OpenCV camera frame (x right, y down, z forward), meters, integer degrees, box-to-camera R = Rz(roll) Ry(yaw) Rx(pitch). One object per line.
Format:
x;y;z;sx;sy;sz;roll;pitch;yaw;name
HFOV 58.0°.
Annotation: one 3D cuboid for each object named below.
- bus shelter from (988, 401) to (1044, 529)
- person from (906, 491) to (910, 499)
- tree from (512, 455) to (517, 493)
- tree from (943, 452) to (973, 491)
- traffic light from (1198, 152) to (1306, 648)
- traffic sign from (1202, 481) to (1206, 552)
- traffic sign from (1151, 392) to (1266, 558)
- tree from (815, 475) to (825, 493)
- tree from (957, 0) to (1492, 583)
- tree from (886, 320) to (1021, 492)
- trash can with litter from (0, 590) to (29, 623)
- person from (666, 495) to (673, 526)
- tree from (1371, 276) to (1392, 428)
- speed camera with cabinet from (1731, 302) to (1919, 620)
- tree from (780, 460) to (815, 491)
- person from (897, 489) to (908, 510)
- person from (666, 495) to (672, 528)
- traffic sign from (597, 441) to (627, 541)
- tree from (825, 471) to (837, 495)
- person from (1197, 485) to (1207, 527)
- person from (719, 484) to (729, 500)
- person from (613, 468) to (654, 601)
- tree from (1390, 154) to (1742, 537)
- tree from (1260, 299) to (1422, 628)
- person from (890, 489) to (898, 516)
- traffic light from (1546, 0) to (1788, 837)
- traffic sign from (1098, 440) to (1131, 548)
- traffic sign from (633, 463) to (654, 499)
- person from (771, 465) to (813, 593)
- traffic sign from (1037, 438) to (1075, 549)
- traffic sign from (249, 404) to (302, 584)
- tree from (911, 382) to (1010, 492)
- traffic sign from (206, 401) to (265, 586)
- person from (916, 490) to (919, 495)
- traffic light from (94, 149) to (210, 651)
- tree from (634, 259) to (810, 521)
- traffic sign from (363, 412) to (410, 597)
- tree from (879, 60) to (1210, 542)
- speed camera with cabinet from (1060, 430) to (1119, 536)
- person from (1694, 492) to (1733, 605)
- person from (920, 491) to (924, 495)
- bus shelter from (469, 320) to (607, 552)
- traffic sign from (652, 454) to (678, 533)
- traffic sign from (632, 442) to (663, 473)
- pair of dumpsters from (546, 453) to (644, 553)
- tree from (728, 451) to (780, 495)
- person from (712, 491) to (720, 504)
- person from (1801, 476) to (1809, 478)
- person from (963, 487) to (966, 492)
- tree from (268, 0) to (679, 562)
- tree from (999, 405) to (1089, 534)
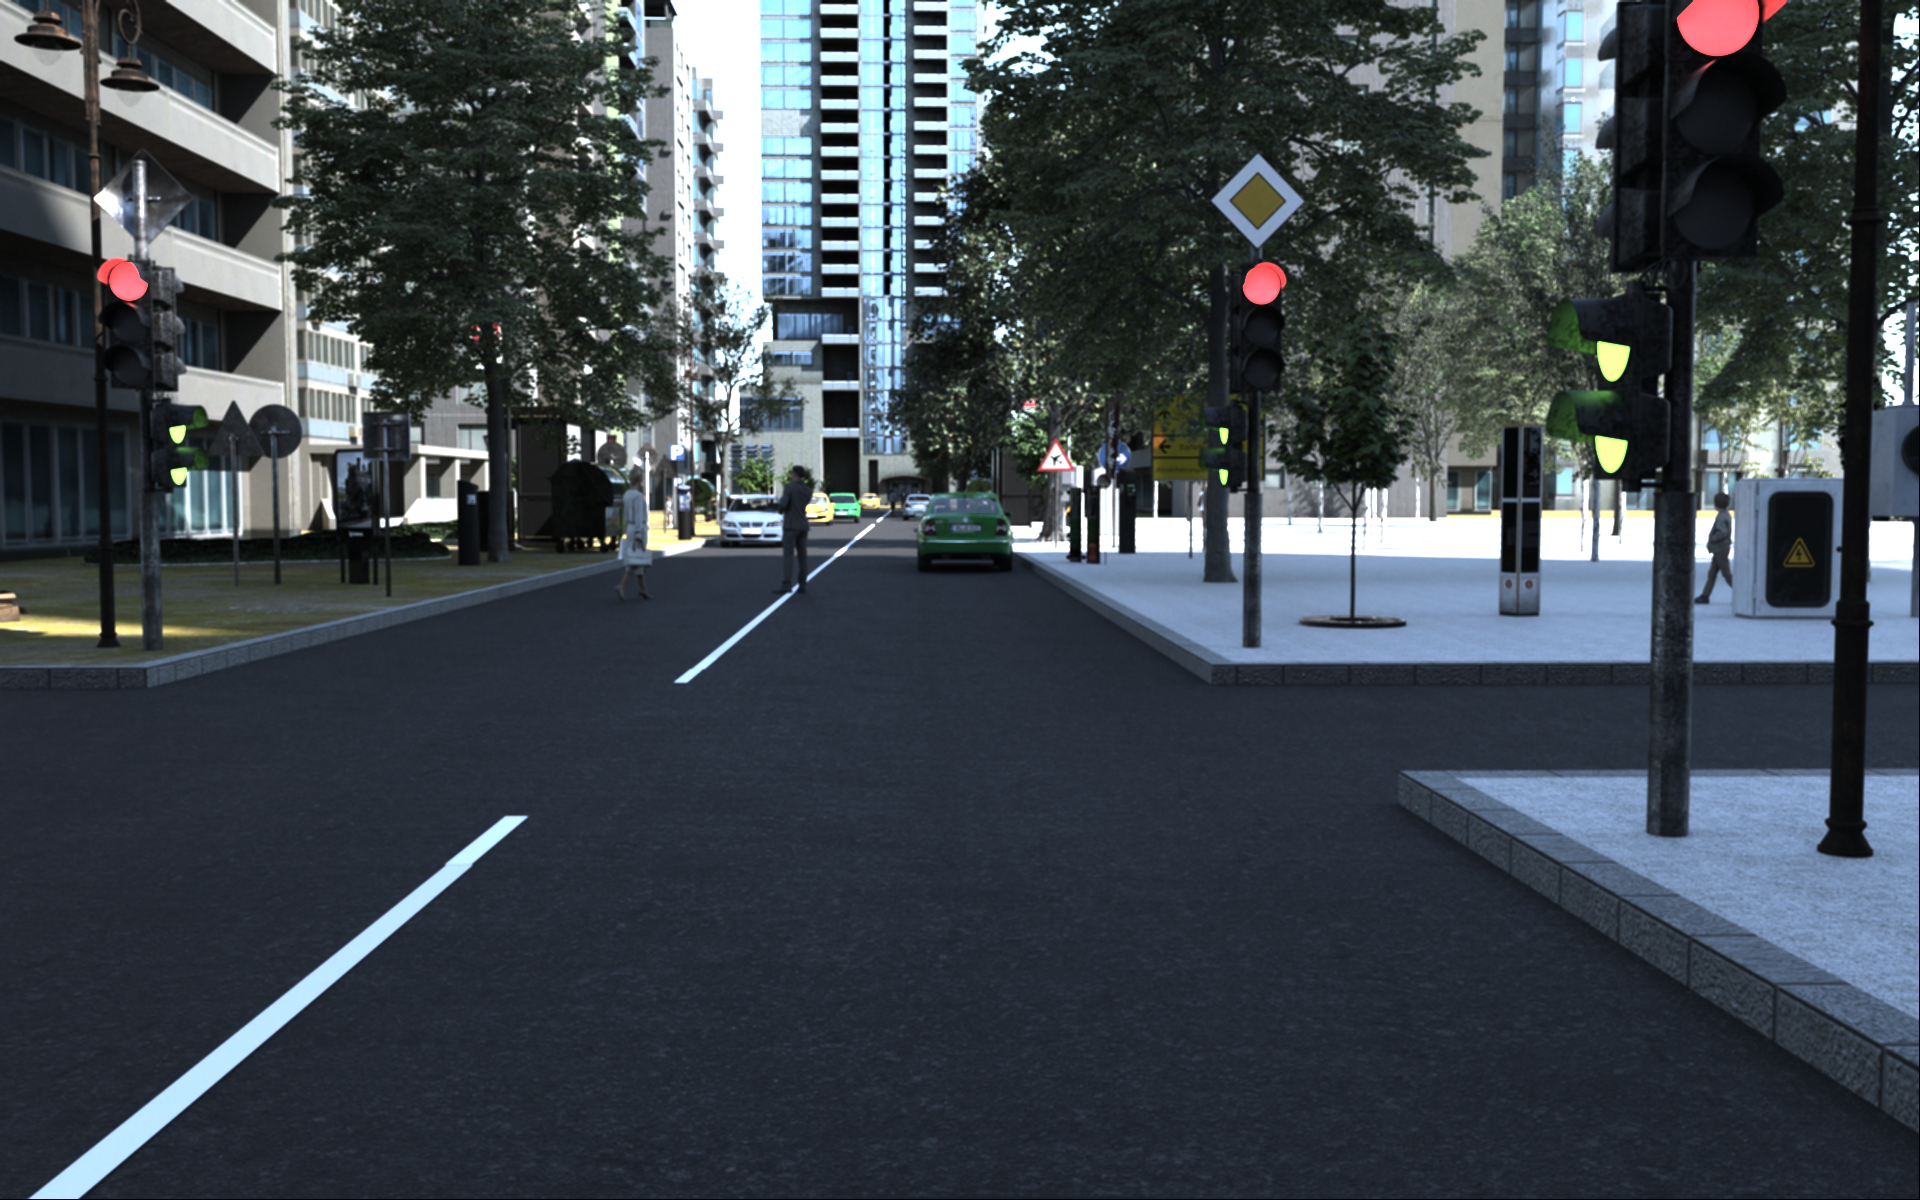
2.158;-5.478;67.190;2.179;5.291;8.768;0;4;-2;bus shelter
-4.965;-9.566;165.819;0.530;1.710;0.541;-3;4;-38;person
-18.097;-4.663;70.834;1.663;3.219;1.824;0;3;0;tree
-0.037;-12.361;152.458;4.737;8.622;4.395;0;3;0;tree
2.429;-1.559;14.412;0.839;4.253;0.868;0;4;-2;traffic light
5.393;-2.338;38.222;0.884;2.594;0.081;0;4;3;traffic sign
4.934;-2.483;34.478;2.265;3.308;0.079;0;4;5;traffic sign
-9.963;-7.220;112.653;1.663;3.219;1.824;0;3;0;tree
3.635;-6.508;24.525;7.486;12.596;7.792;0;3;0;tree
-0.020;-12.750;118.826;12.009;13.543;11.850;0;3;0;tree
-9.853;-0.351;17.126;0.624;1.170;1.055;1;4;21;trash can with litter
-11.676;-3.612;69.789;0.332;1.250;0.352;1;4;13;person
21.853;-9.416;79.707;9.928;11.665;9.643;0;3;0;tree
9.128;-1.437;17.831;2.038;3.252;0.660;0;4;3;speed camera with cabinet
-9.373;-6.301;97.623;1.663;3.219;1.824;0;3;0;tree
-5.018;-8.907;153.763;1.348;1.869;0.705;-1;4;-21;person
-10.821;-3.594;65.801;0.522;1.701;0.512;2;4;31;person
-8.436;-2.560;41.962;0.768;2.556;0.104;0;4;6;traffic sign
-10.513;-8.889;139.938;1.663;3.219;1.824;0;3;0;tree
9.449;-3.703;66.686;0.616;1.811;0.778;3;5;43;person
-11.979;-4.998;88.097;0.601;1.785;0.444;3;5;42;person
-4.420;-0.889;23.381;0.624;1.780;0.694;-2;4;-23;person
19.983;-7.742;52.331;9.928;11.665;9.643;0;3;0;tree
3.964;-1.372;17.033;1.663;3.219;1.824;0;3;0;tree
-4.235;-6.239;111.297;0.721;1.735;1.217;1;4;14;person
2.654;-1.071;6.430;0.839;4.253;0.868;0;4;-2;traffic light
3.635;-2.492;40.843;0.768;2.556;0.104;0;4;1;traffic sign
-11.676;-3.901;63.888;0.768;2.556;0.104;0;4;-1;traffic sign
-2.461;-1.034;25.205;0.447;1.846;0.655;3;5;42;person
2.234;-2.462;40.250;0.884;2.594;0.081;0;4;5;traffic sign
-9.728;-1.499;24.614;0.768;2.556;0.104;0;4;-1;traffic sign
0.322;-14.043;136.260;9.857;13.997;8.962;0;3;0;tree
-10.110;-1.477;24.145;0.884;2.594;0.081;0;4;8;traffic sign
-3.619;-9.000;156.180;0.750;1.759;0.617;0;4;5;person
-6.628;-1.543;14.141;0.839;4.253;0.868;0;4;-2;traffic light
-9.826;-8.271;69.641;8.767;10.594;7.601;2;4;34;tree
-7.149;-1.191;21.609;0.606;2.300;0.079;0;4;6;traffic sign
2.609;-7.895;46.085;9.611;12.733;9.660;0;3;0;tree
4.044;-3.605;53.282;2.038;3.252;0.660;1;4;21;speed camera with cabinet
8.815;-0.596;20.056;0.640;1.303;0.475;1;4;19;person
-3.479;-9.361;162.279;1.217;1.735;0.721;-2;4;-33;person
-10.297;-3.979;42.692;2.179;5.291;8.768;0;4;-2;bus shelter
-9.632;-3.455;56.490;0.884;2.594;0.081;0;4;6;traffic sign
-7.965;-2.711;44.053;0.795;2.593;0.064;0;3;0;traffic sign
-8.305;-2.262;39.483;1.574;2.255;4.437;0;4;-1;pair of dumpsters
-9.776;-5.286;81.029;1.663;3.219;1.824;0;3;0;tree
-17.235;-7.046;121.249;1.348;1.824;0.705;-1;4;-9;person
19.578;-2.025;40.150;0.522;1.701;0.512;1;4;8;person
0.418;-6.459;112.353;0.721;1.736;1.217;-2;4;-25;person
-9.174;-6.991;32.431;7.486;12.596;7.792;0;3;0;tree
2.840;-4.453;56.523;4.285;4.588;4.351;0;3;0;tree
